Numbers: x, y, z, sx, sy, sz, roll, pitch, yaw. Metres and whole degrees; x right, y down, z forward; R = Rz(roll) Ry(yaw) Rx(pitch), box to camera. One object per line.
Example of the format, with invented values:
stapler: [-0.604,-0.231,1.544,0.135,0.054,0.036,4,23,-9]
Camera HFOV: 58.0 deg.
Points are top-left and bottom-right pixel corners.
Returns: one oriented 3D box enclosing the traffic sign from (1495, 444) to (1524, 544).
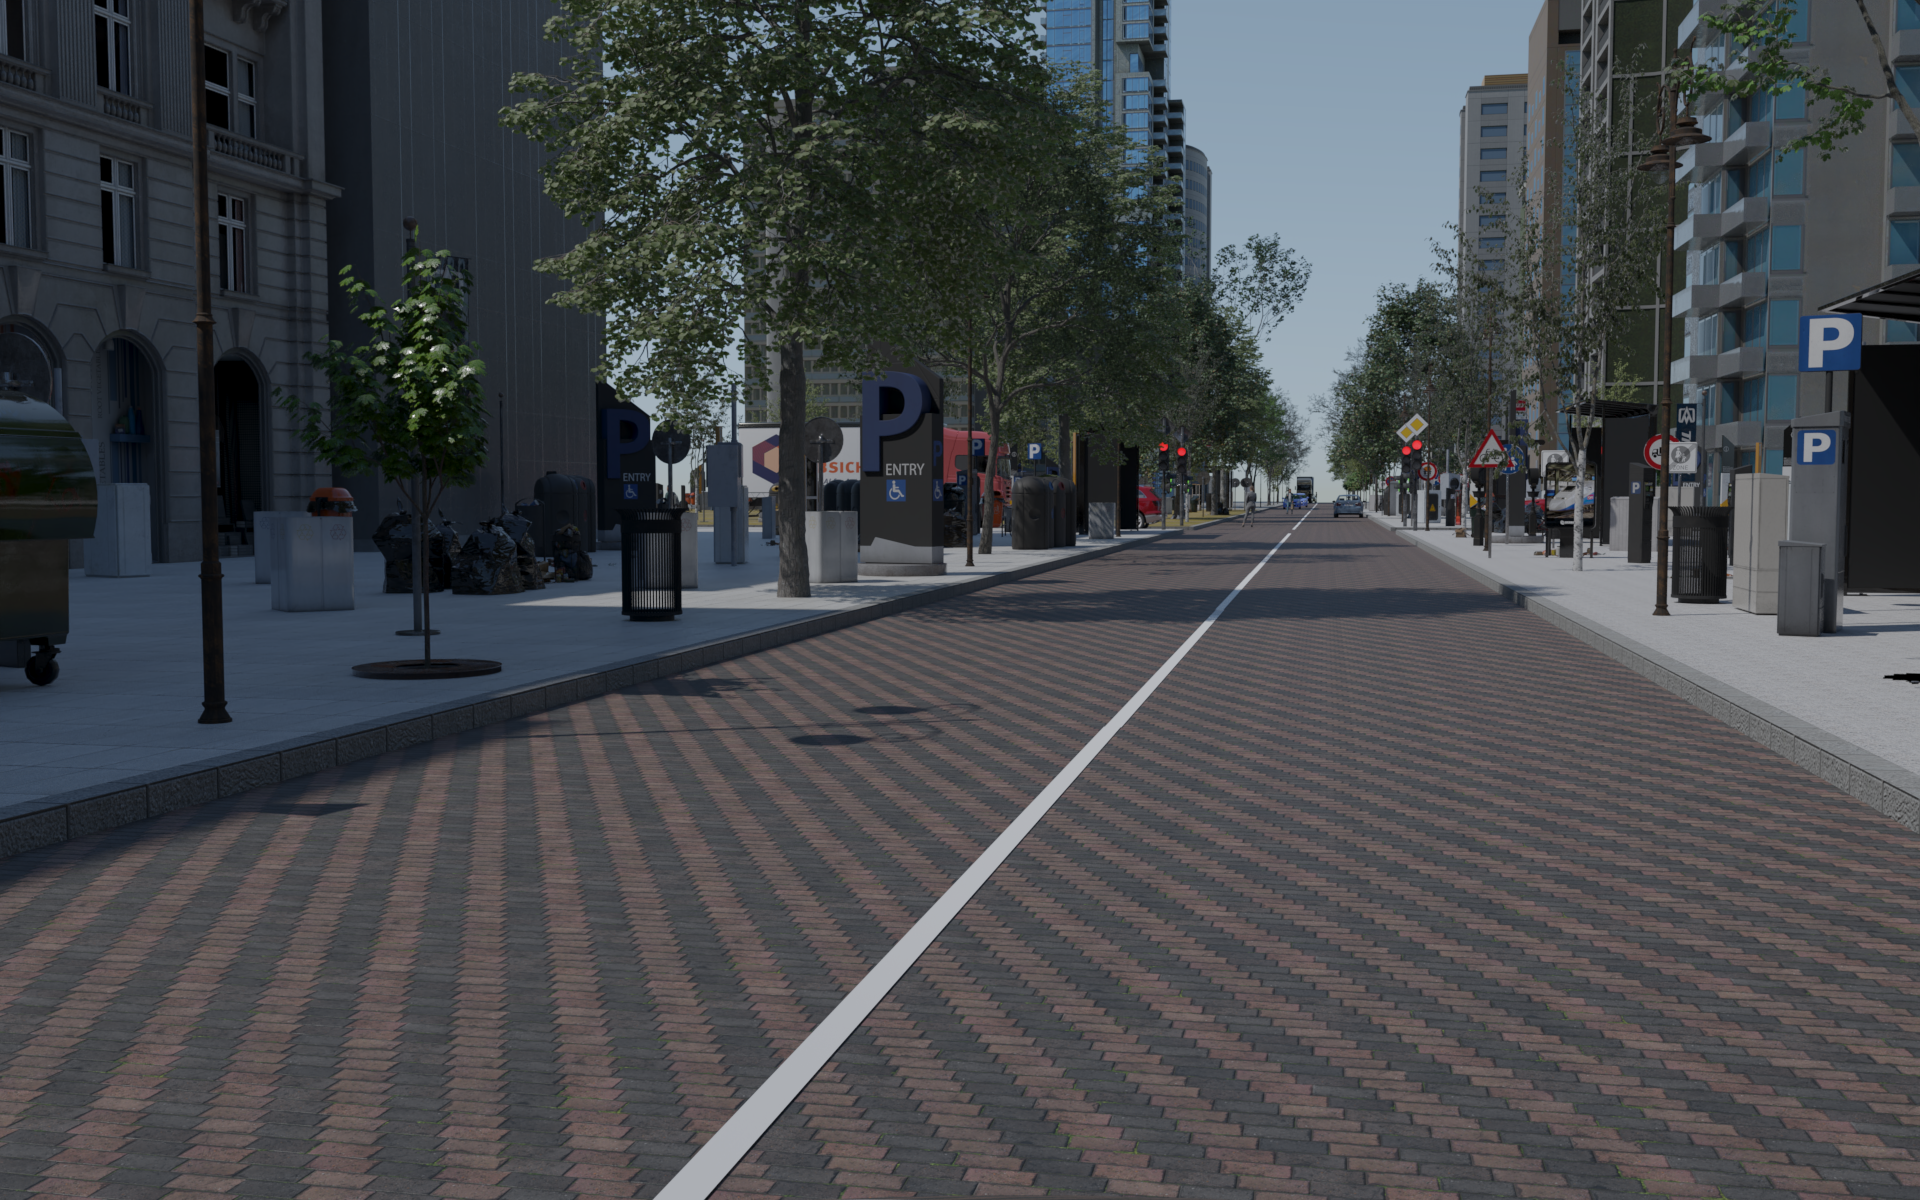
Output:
traffic sign: [13.956,-2.692,44.116,0.768,2.556,0.104,1,4,16]

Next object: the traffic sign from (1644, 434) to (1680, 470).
traffic sign: [14.830,-2.231,36.579,0.768,2.556,0.104,1,4,18]

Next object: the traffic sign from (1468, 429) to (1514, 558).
traffic sign: [10.593,-2.113,34.556,0.884,2.594,0.081,1,4,21]

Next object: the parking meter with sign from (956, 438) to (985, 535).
parking meter with sign: [0.178,-3.504,53.550,0.543,3.016,1.738,2,4,24]

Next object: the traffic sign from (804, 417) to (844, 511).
traffic sign: [-2.289,-1.737,28.510,0.768,2.556,0.104,1,4,16]

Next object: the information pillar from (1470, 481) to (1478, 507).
information pillar: [28.836,-6.466,97.070,0.183,3.616,0.504,-3,4,-38]

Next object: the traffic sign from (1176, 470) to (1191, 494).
traffic sign: [9.401,-4.334,72.988,0.606,2.300,0.079,1,4,12]

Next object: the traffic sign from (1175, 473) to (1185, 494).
traffic sign: [10.544,-4.931,82.757,0.606,2.300,0.079,1,4,20]

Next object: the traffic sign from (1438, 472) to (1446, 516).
traffic sign: [27.855,-6.081,99.536,0.768,2.556,0.104,1,4,19]

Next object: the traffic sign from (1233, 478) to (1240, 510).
traffic sign: [21.754,-8.370,136.948,0.768,2.556,0.104,1,4,20]

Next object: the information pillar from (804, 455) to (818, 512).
information pillar: [-2.757,-1.629,31.132,0.304,2.012,0.304,-3,5,-43]

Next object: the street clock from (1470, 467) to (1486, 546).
street clock: [12.833,-2.339,42.812,0.471,2.002,0.358,-3,5,-41]

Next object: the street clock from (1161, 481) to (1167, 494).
street clock: [11.550,-5.720,98.084,0.358,2.002,0.471,1,4,20]

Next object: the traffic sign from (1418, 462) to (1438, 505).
traffic sign: [18.364,-4.158,68.088,0.768,2.556,0.104,1,4,16]

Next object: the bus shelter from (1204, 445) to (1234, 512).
bus shelter: [19.358,-9.291,129.541,2.179,5.291,8.768,1,4,12]

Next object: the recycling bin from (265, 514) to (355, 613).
recycling bin: [-7.184,-0.406,19.200,0.722,1.027,0.722,-3,4,-37]

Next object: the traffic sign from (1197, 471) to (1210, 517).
traffic sign: [13.494,-5.869,96.058,0.768,2.556,0.104,1,4,20]

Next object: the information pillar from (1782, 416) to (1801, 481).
information pillar: [25.111,-3.728,52.305,0.183,3.616,0.504,-3,5,-42]

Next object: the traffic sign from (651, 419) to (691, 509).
traffic sign: [-4.922,-1.794,29.443,0.768,2.556,0.104,1,4,21]

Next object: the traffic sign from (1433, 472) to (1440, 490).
traffic sign: [27.537,-6.135,100.421,0.768,2.556,0.104,1,4,12]

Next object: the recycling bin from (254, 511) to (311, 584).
recycling bin: [-9.759,-0.764,25.042,0.722,1.027,0.722,-1,4,-12]

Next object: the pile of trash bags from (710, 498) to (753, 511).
pile of trash bags: [-17.872,-7.674,135.219,3.447,1.369,1.912,0,4,5]

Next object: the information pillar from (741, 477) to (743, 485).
information pillar: [-8.081,-3.574,62.921,0.304,2.012,0.304,1,4,20]

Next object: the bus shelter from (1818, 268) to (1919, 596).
bus shelter: [10.981,-1.677,18.701,1.731,3.624,6.357,1,4,12]

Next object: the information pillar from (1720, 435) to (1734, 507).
information pillar: [30.334,-4.719,68.509,0.504,3.616,0.183,0,4,-3]

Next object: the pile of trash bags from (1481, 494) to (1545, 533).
pile of trash bags: [18.257,-2.959,58.128,1.912,1.369,3.447,0,4,-8]

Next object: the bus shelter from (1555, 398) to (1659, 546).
bus shelter: [16.874,-3.310,45.400,1.731,3.624,6.357,1,4,12]

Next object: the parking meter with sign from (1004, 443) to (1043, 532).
parking meter with sign: [2.120,-3.827,58.840,0.543,3.016,1.738,2,4,34]

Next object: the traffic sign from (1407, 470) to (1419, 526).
traffic sign: [17.924,-4.192,68.645,0.768,2.556,0.104,1,4,18]

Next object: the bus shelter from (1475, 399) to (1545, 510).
bus shelter: [22.295,-5.697,70.773,2.179,5.291,8.768,1,4,12]

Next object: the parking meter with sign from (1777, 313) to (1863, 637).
parking meter with sign: [8.016,-1.220,16.205,0.543,3.016,1.738,2,4,32]

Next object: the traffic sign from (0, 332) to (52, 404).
traffic sign: [-7.488,-0.830,13.669,0.768,2.556,0.104,1,4,16]

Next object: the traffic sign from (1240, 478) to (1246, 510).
traffic sign: [22.363,-8.310,135.974,0.768,2.556,0.104,1,4,21]

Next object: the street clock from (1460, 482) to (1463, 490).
street clock: [31.066,-6.301,107.593,0.358,2.002,0.471,0,4,7]

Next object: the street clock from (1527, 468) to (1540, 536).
street clock: [15.944,-2.668,48.194,0.358,2.002,0.471,1,4,9]

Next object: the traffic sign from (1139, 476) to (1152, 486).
traffic sign: [10.443,-6.007,98.219,0.884,2.594,0.081,1,4,21]

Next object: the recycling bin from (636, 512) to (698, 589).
recycling bin: [-4.015,-0.684,23.735,0.722,1.027,0.722,-1,4,-20]

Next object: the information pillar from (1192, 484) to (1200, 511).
information pillar: [17.242,-7.512,127.308,0.304,2.012,0.304,1,4,16]

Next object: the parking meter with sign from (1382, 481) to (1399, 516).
parking meter with sign: [25.647,-6.460,101.878,1.738,3.016,0.543,2,4,34]

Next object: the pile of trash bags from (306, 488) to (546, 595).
pile of trash bags: [-7.241,-0.821,23.180,3.447,1.369,1.912,1,4,18]

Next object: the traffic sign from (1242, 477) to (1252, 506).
traffic sign: [21.817,-8.052,131.752,0.768,2.556,0.104,1,4,21]

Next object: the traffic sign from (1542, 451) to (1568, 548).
traffic sign: [13.994,-2.364,40.780,0.606,2.300,0.079,1,4,21]

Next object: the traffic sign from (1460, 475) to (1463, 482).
traffic sign: [31.232,-6.603,108.065,0.768,2.556,0.104,1,4,18]

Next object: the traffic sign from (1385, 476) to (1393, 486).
traffic sign: [30.343,-7.456,122.004,0.768,2.556,0.104,1,4,15]

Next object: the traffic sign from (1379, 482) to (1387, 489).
traffic sign: [34.016,-8.389,139.291,0.606,2.300,0.079,1,4,21]

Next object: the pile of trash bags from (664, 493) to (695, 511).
pile of trash bags: [-23.309,-7.963,139.947,3.447,1.369,1.912,1,4,10]

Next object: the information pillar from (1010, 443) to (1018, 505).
information pillar: [2.373,-5.294,77.911,0.504,3.616,0.183,1,4,18]

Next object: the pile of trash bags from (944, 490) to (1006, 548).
pile of trash bags: [-0.401,-1.973,42.014,3.447,1.369,1.912,-2,4,-33]

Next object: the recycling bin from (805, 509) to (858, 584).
recycling bin: [-1.976,-0.776,25.247,0.722,1.027,0.722,-3,5,-43]

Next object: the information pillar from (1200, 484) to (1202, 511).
information pillar: [18.252,-7.810,132.186,0.304,2.012,0.304,-3,5,-43]

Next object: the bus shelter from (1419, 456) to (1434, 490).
bus shelter: [32.145,-8.604,118.304,2.179,5.291,8.768,1,4,12]

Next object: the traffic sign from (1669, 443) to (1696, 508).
traffic sign: [14.250,-1.968,34.314,0.606,2.300,0.079,1,4,13]

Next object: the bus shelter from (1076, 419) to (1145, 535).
bus shelter: [5.113,-4.039,57.315,1.731,3.624,6.357,1,4,12]
